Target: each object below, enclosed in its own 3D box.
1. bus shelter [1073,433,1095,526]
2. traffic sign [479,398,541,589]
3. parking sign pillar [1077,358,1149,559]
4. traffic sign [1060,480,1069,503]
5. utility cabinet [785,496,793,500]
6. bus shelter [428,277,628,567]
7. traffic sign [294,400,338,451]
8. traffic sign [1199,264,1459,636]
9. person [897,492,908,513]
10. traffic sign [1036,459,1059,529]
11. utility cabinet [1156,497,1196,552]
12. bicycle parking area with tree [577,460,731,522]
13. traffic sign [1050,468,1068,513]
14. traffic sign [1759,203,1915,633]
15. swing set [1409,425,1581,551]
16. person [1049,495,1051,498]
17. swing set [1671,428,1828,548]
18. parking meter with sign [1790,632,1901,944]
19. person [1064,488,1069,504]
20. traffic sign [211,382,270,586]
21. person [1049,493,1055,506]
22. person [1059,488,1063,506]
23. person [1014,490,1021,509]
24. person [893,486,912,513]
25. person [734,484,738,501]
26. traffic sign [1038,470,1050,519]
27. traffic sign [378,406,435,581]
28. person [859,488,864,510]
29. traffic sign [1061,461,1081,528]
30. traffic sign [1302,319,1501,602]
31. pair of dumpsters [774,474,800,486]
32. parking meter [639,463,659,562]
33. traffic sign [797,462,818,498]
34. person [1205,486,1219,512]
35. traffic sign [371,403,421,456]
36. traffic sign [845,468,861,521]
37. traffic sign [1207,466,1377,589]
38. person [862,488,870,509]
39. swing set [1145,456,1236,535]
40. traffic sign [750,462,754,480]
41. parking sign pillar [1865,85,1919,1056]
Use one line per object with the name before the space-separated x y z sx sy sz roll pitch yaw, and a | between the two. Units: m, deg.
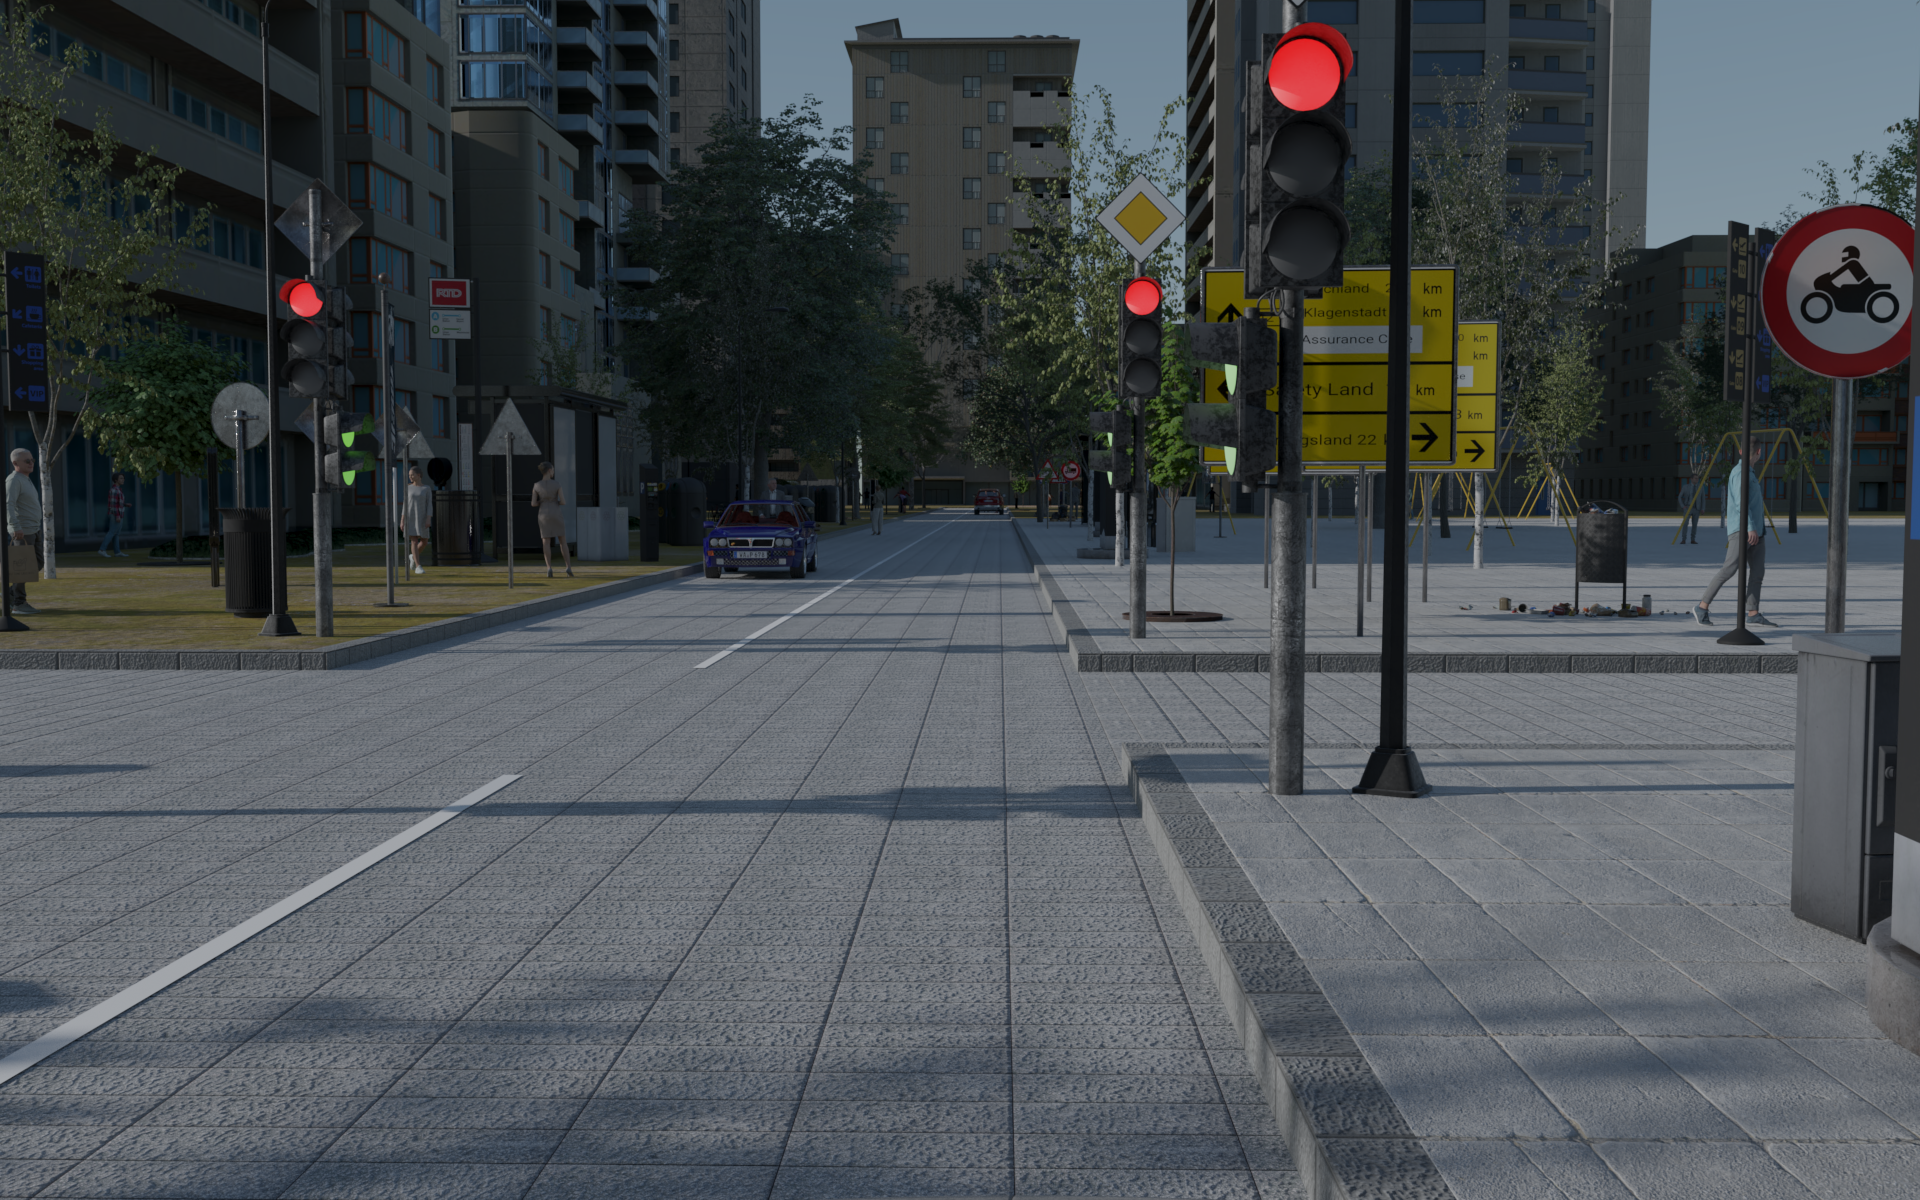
bus shelter | 5.548 -4.817 70.035 1.731 3.624 6.357 0 4 1
traffic sign | -6.089 -1.432 23.423 0.884 2.594 0.081 1 4 9
parking sign pillar | 3.063 -2.823 34.636 1.447 3.967 1.447 0 4 0
traffic sign | 5.286 -5.400 88.398 0.768 2.556 0.104 1 4 9
utility cabinet | -7.021 -3.599 70.006 0.306 1.237 1.020 -1 4 -18
bus shelter | -8.692 -3.498 34.829 2.179 5.291 8.768 0 4 1
traffic sign | -8.112 -1.368 22.097 0.795 2.593 0.064 0 4 8
traffic sign | 3.286 -1.325 15.533 2.265 3.308 0.079 0 4 5
person | -3.793 -6.428 114.368 0.697 1.427 0.421 0 4 -3
traffic sign | 3.228 -3.897 63.717 0.884 2.594 0.081 0 4 5
utility cabinet | 4.796 -1.670 38.469 1.020 1.237 0.306 -3 5 -42
bicycle parking area with tree | -14.373 -5.478 76.562 8.231 4.147 9.016 2 4 25
traffic sign | 4.821 -5.176 84.629 0.884 2.594 0.081 1 4 9
traffic sign | 3.906 -0.464 7.695 0.768 2.556 0.104 0 4 4
swing set | 12.599 -2.638 40.759 2.862 2.851 3.119 -1 4 -12
person | 6.275 -7.482 129.166 1.217 1.735 0.721 2 4 30
swing set | 19.529 -2.753 42.624 2.862 2.851 3.119 0 4 -3
parking meter with sign | 3.390 -0.539 5.080 1.738 3.016 0.543 0 4 -8
person | 9.056 -8.768 149.486 1.350 1.814 0.705 2 4 28
traffic sign | -8.206 -1.203 19.770 0.768 2.556 0.104 1 4 11
person | 8.639 -9.617 166.535 1.065 1.426 0.557 0 4 0
person | 6.946 -6.852 118.988 0.530 1.710 0.541 -1 4 -10
person | 5.028 -8.982 152.910 0.705 1.823 1.348 -1 4 -22
person | -3.848 -6.775 116.747 1.348 1.831 0.705 -1 4 -13
person | -12.795 -5.745 99.608 0.705 1.869 1.348 0 3 0
traffic sign | 4.239 -5.398 88.361 0.768 2.556 0.104 0 4 5
traffic sign | -8.162 -1.561 25.521 0.884 2.594 0.081 1 4 8
person | -8.358 -8.396 143.341 0.705 1.821 1.348 2 4 28
traffic sign | 4.219 -4.033 66.038 0.768 2.556 0.104 0 4 7
traffic sign | 5.184 -1.625 20.449 2.265 3.308 0.079 1 4 8
pair of dumpsters | -8.408 -4.894 82.517 1.574 2.255 4.437 0 4 1
parking meter | -5.896 -1.660 32.856 0.255 1.863 0.399 -2 4 -31
traffic sign | -6.185 -4.297 70.267 0.884 2.594 0.081 0 4 2
person | 17.647 -7.034 121.058 1.348 1.822 0.705 3 4 39
traffic sign | -8.036 -1.523 24.627 0.795 2.593 0.064 1 4 9
traffic sign | -5.165 -5.092 83.359 0.768 2.556 0.104 0 4 5
traffic sign | 4.489 -1.808 23.435 2.265 3.308 0.079 0 4 6
person | -7.830 -8.556 145.946 1.348 1.822 0.705 0 4 -1
swing set | 6.819 -3.499 54.831 2.862 2.851 3.119 -3 5 -40
traffic sign | -7.705 -3.991 65.261 0.884 2.594 0.081 0 4 2
parking sign pillar | 2.904 -0.942 3.876 1.447 3.967 1.447 0 4 5
